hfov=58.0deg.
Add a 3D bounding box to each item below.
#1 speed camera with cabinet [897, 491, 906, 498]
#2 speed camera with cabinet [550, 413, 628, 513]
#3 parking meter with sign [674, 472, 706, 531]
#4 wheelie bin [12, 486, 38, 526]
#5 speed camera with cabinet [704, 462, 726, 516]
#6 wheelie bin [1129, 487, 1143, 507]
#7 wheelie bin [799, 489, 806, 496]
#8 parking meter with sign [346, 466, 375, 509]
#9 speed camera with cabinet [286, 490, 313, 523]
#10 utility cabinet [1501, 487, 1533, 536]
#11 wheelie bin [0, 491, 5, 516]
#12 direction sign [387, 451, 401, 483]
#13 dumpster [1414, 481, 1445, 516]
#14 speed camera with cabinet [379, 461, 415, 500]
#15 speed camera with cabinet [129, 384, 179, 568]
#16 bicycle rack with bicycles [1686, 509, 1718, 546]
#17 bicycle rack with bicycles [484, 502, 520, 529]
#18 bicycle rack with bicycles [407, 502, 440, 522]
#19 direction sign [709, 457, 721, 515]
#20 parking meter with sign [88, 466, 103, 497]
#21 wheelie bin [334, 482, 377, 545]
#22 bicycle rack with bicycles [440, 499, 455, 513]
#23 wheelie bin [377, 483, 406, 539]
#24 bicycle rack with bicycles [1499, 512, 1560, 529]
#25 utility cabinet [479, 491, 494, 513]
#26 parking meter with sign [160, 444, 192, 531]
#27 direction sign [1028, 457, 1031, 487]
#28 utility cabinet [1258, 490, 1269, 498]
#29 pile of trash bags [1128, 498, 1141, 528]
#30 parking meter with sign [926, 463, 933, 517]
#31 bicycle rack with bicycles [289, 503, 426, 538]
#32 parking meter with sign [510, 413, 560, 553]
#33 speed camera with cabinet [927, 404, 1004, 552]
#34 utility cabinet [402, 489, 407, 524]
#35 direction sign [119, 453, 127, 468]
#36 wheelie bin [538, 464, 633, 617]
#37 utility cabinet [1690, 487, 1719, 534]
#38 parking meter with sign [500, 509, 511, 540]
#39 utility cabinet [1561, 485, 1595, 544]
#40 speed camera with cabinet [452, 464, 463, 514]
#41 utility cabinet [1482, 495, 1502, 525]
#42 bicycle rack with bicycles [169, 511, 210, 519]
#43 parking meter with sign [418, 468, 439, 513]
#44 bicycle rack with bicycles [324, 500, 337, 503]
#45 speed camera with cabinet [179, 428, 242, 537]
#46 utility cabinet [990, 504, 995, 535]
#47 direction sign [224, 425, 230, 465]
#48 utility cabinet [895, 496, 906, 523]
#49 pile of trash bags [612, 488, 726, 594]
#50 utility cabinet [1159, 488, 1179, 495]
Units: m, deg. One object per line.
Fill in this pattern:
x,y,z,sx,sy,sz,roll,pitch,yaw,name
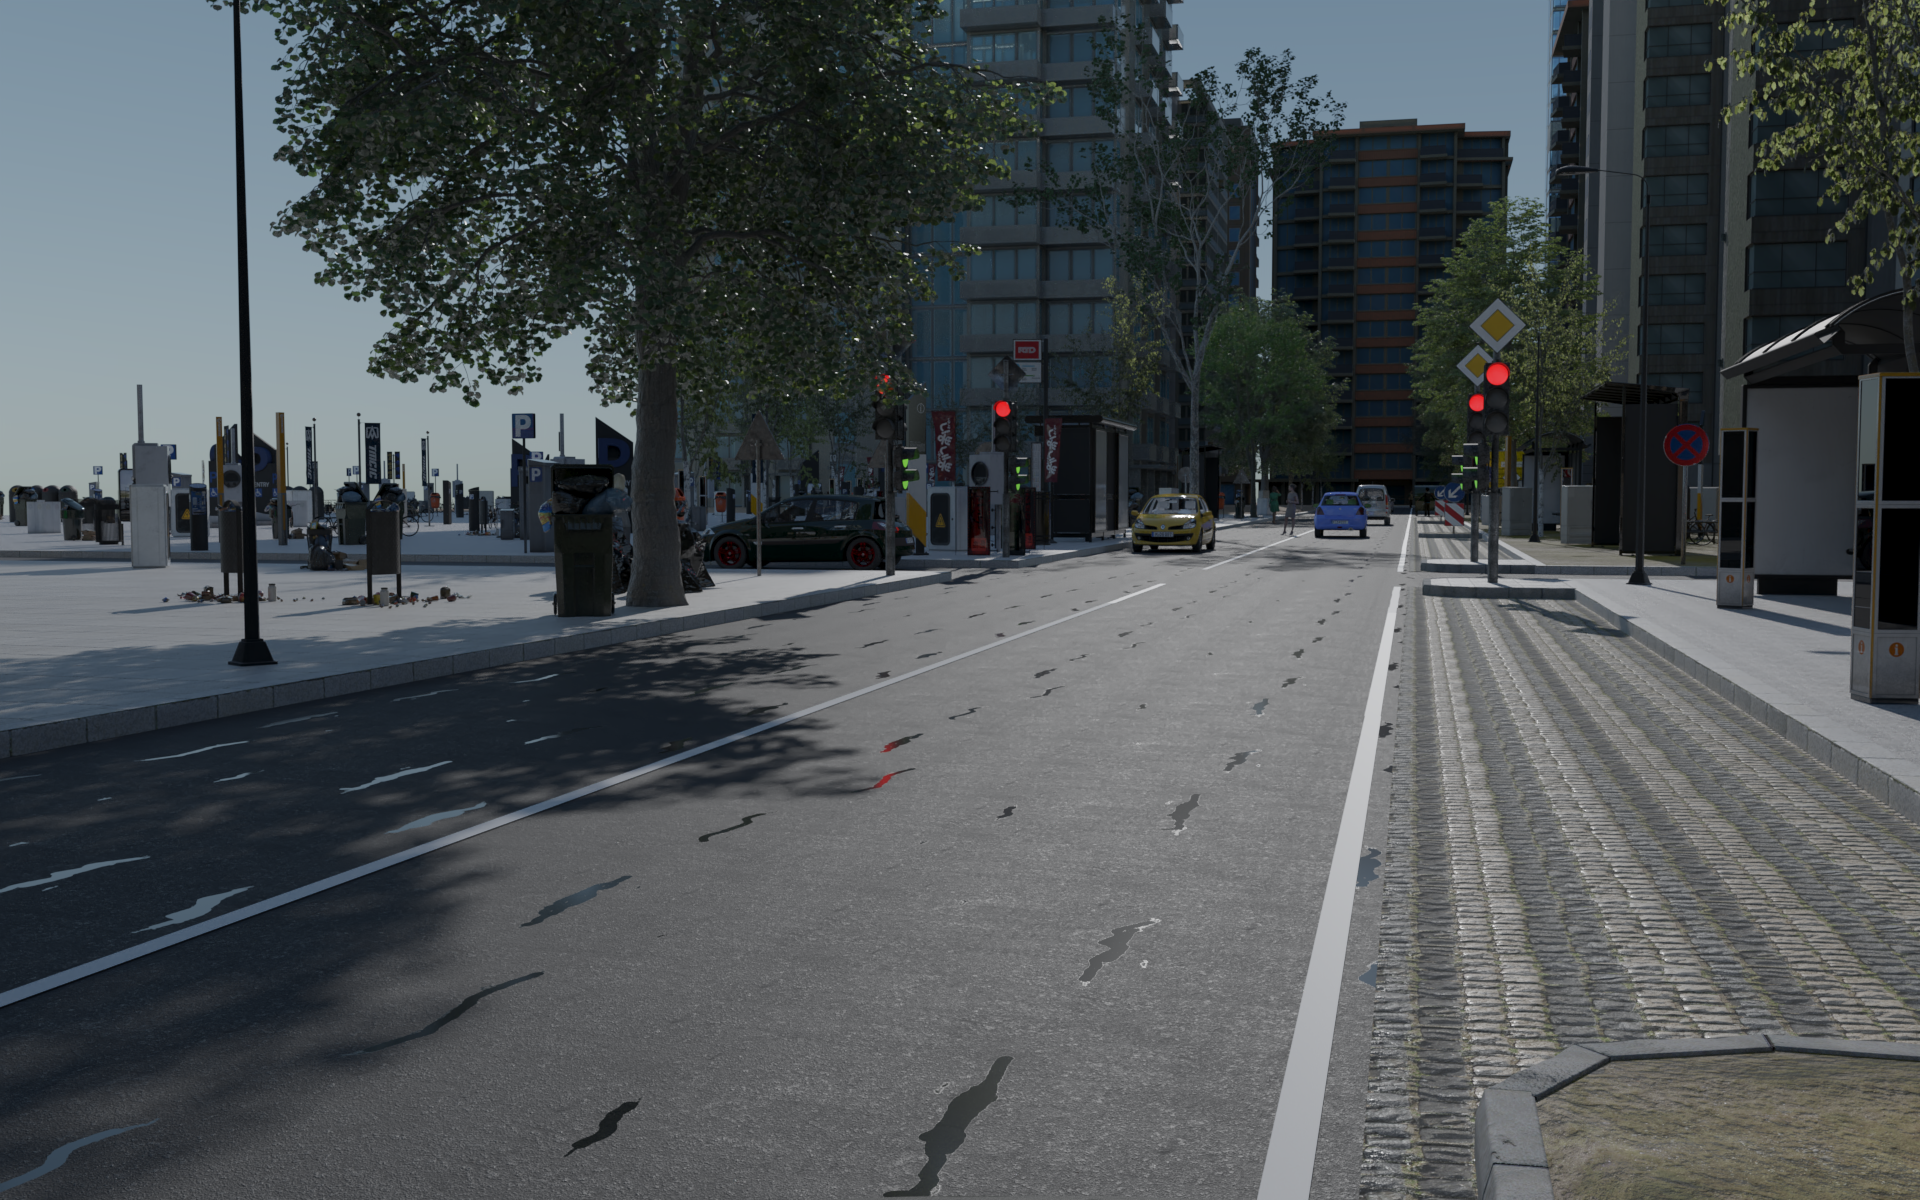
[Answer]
-2.508,-5.508,84.386,0.660,3.252,2.038,1,4,16,speed camera with cabinet
-9.067,-2.935,42.321,2.038,3.252,0.660,2,4,31,speed camera with cabinet
-9.582,-3.894,59.922,1.738,3.016,0.543,2,4,27,parking meter with sign
-37.356,-3.755,69.303,0.693,1.594,0.980,1,4,16,wheelie bin
-14.613,-6.701,103.892,2.038,3.252,0.660,2,4,30,speed camera with cabinet
7.280,-3.998,73.282,0.980,1.594,0.693,2,4,24,wheelie bin
-9.379,-5.723,101.486,0.980,1.594,0.693,-2,4,-31,wheelie bin
-39.979,-7.299,115.602,1.738,3.016,0.543,0,4,7,parking meter with sign
-29.585,-5.006,76.181,0.660,3.252,2.038,3,4,38,speed camera with cabinet
17.078,-2.715,53.069,1.173,1.500,0.318,-3,4,-39,utility cabinet
-55.620,-5.636,100.048,0.693,1.594,0.980,0,4,-1,wheelie bin
-30.075,-6.118,92.030,0.876,3.537,0.379,2,4,24,direction sign
30.507,-6.582,112.566,1.985,2.255,1.502,1,4,14,dumpster
-33.512,-6.649,103.053,2.038,3.252,0.660,-1,4,-21,speed camera with cabinet
-14.370,-2.228,30.766,0.660,3.252,2.038,-1,4,-22,speed camera with cabinet
18.072,-1.862,43.819,2.925,0.926,2.852,1,4,17,bicycle rack with bicycles
-16.656,-3.117,64.350,2.852,0.926,2.925,-1,4,-12,bicycle rack with bicycles
-25.207,-3.946,77.903,2.925,0.926,2.852,-1,4,-23,bicycle rack with bicycles
-15.023,-6.981,106.129,0.379,3.537,0.876,3,5,45,direction sign
-53.364,-6.754,106.692,0.543,3.016,1.738,0,4,-8,parking meter with sign
-15.371,-2.191,43.732,0.980,1.594,0.693,3,5,44,wheelie bin
-35.703,-6.523,120.035,2.925,0.926,2.852,-2,4,-27,bicycle rack with bicycles
-16.063,-2.506,48.883,0.693,1.594,0.980,1,4,18,wheelie bin
20.975,-3.066,63.505,2.925,0.926,2.852,-1,4,-13,bicycle rack with bicycles
-30.229,-6.203,110.095,1.173,1.500,0.318,0,4,4,utility cabinet
-27.534,-3.980,61.342,0.543,3.016,1.738,0,4,6,parking meter with sign
4.371,-7.008,106.581,0.379,3.537,0.876,-1,4,-21,direction sign
18.479,-5.917,105.424,0.318,1.500,1.173,2,4,28,utility cabinet
6.235,-3.527,67.415,1.912,1.369,3.447,0,4,7,pile of trash bags
-1.850,-6.189,97.450,0.543,3.016,1.738,-1,4,-16,parking meter with sign
-17.876,-2.319,51.303,2.925,0.926,2.852,0,4,5,bicycle rack with bicycles
-9.135,-2.564,38.190,0.543,3.016,1.738,1,4,19,parking meter with sign
0.146,-2.713,38.695,0.660,3.252,2.038,-3,5,-44,speed camera with cabinet
-23.897,-3.947,73.212,0.318,1.500,1.173,1,4,22,utility cabinet
-45.794,-6.292,94.870,0.876,3.537,0.379,3,5,42,direction sign
-3.939,-0.633,18.254,0.980,1.594,0.693,-1,4,-13,wheelie bin
23.727,-2.864,55.503,0.318,1.500,1.173,-3,4,-39,utility cabinet
-12.000,-3.198,48.548,1.738,3.016,0.543,0,4,-6,parking meter with sign
15.870,-2.157,43.954,1.173,1.500,0.318,-1,4,-12,utility cabinet
-32.187,-7.284,113.429,2.038,3.252,0.660,-1,4,-16,speed camera with cabinet
21.972,-3.694,71.564,0.306,1.237,1.020,-1,4,-17,utility cabinet
-29.963,-3.382,68.673,2.852,0.926,2.925,0,4,2,bicycle rack with bicycles
-35.954,-7.392,117.118,0.543,3.016,1.738,1,4,18,parking meter with sign
-39.275,-5.782,107.923,2.852,0.926,2.925,2,4,27,bicycle rack with bicycles
-22.526,-3.521,51.908,2.038,3.252,0.660,-1,4,-13,speed camera with cabinet
1.018,-2.615,53.918,1.020,1.237,0.306,-1,4,-20,utility cabinet
-24.258,-3.998,57.364,0.379,3.537,0.876,-2,4,-31,direction sign
-1.592,-1.947,42.998,0.306,1.237,1.020,-1,4,-15,utility cabinet
-4.284,-0.865,23.896,1.912,1.369,3.447,0,4,1,pile of trash bags
7.664,-3.351,63.472,0.318,1.500,1.173,-1,4,-16,utility cabinet
